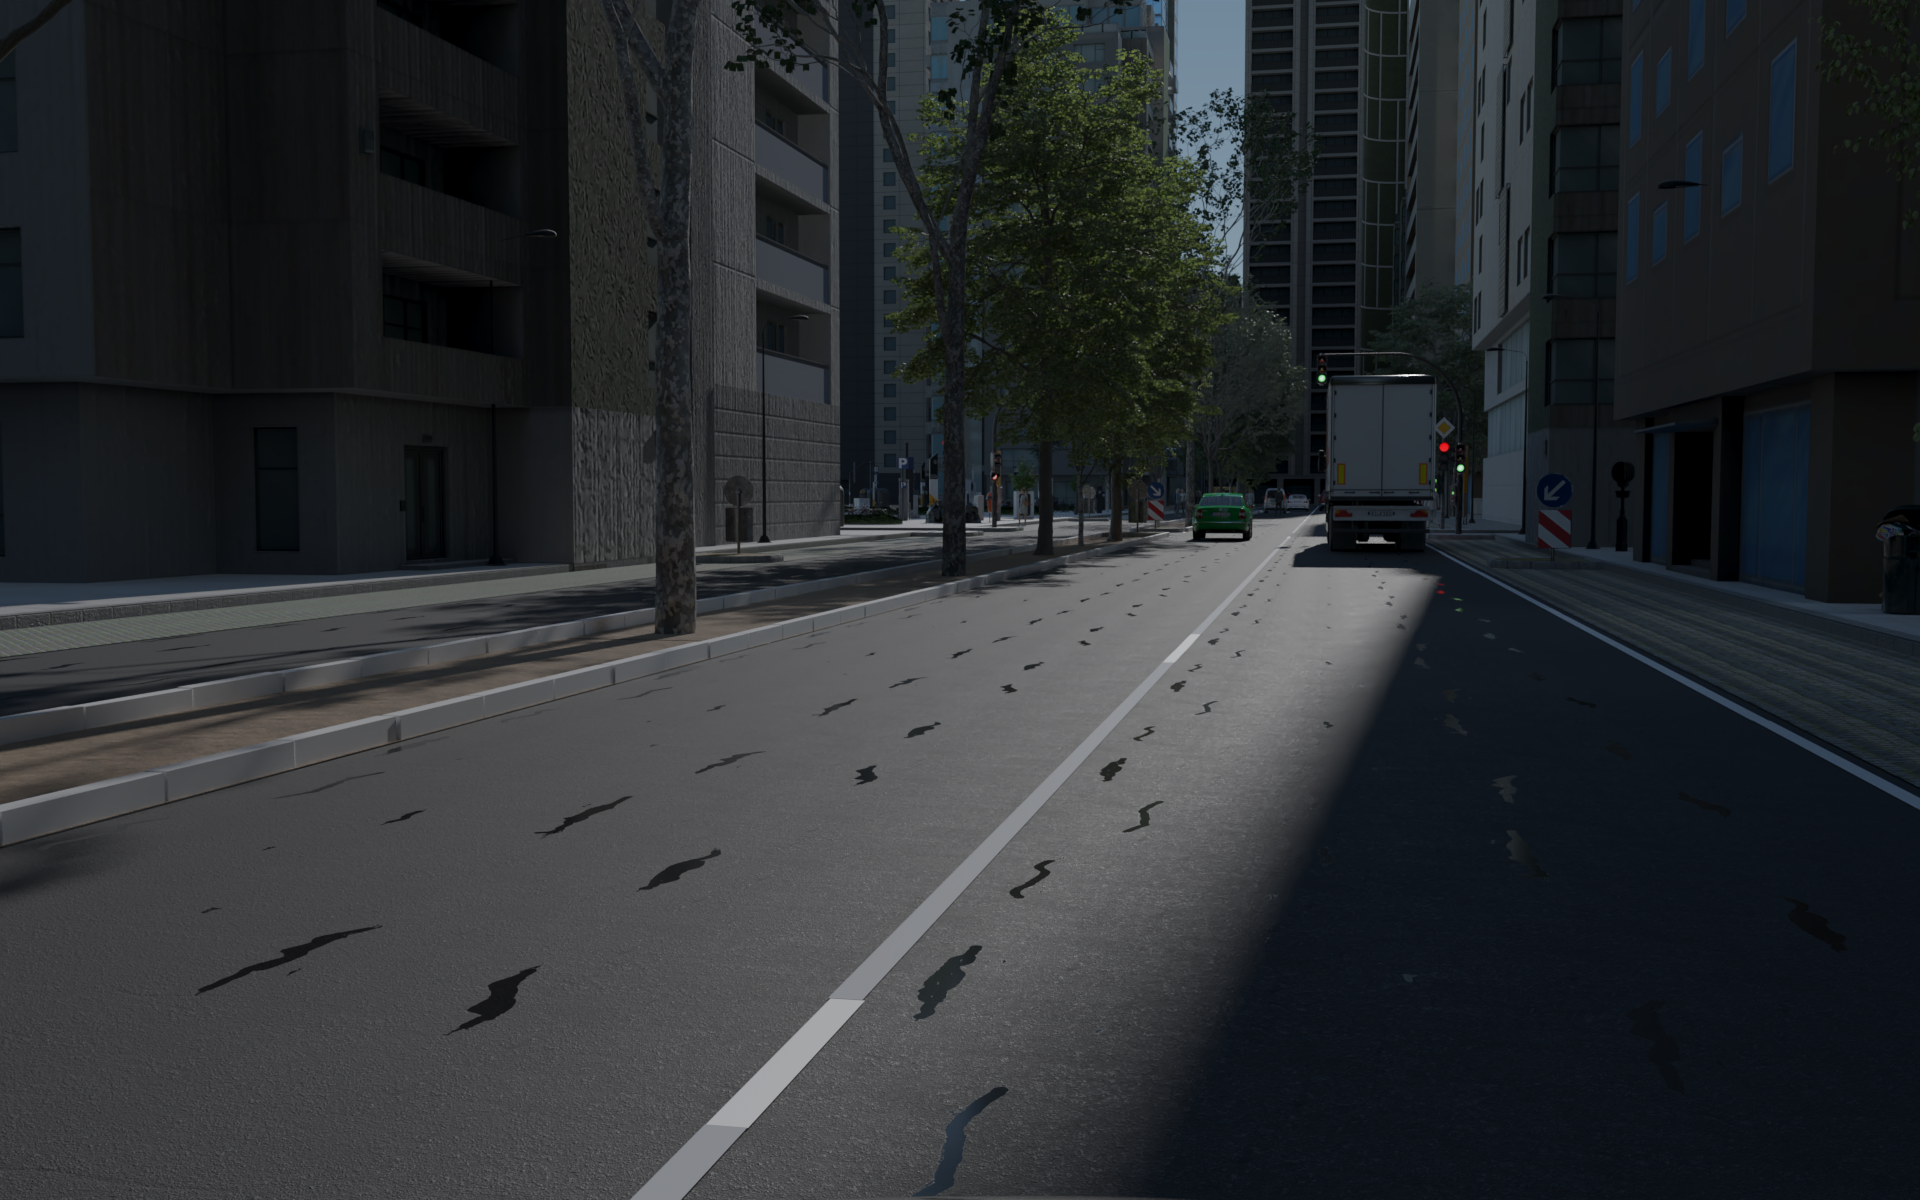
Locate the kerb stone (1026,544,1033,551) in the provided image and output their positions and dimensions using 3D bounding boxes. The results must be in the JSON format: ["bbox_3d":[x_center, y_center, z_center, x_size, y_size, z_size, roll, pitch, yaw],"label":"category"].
[{"bbox_3d":[1.614,-1.276,43.059,0.120,0.150,1.000,1,4,12],"label":"kerb stone"}]

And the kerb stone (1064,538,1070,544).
[{"bbox_3d":[2.904,-1.644,49.074,0.120,0.150,1.000,1,4,12],"label":"kerb stone"}]

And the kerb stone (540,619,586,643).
[{"bbox_3d":[-3.962,0.318,16.997,0.120,0.150,1.000,1,4,12],"label":"kerb stone"}]

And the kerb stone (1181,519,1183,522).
[{"bbox_3d":[10.944,-3.945,86.698,0.120,0.150,1.000,1,4,12],"label":"kerb stone"}]

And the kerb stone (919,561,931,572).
[{"bbox_3d":[-0.751,-0.602,32.038,0.120,0.150,1.000,1,4,12],"label":"kerb stone"}]

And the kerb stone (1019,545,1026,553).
[{"bbox_3d":[1.399,-1.215,42.058,0.120,0.150,1.000,1,4,12],"label":"kerb stone"}]

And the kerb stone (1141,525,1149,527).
[{"bbox_3d":[7.515,-2.964,70.655,0.120,0.150,1.000,1,4,12],"label":"kerb stone"}]

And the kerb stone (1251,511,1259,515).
[{"bbox_3d":[21.360,-6.308,125.358,0.120,0.150,1.000,1,4,12],"label":"kerb stone"}]

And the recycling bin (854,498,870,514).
[{"bbox_3d":[-5.902,-5.595,104.037,0.722,1.027,0.722,-2,4,-33],"label":"recycling bin"}]

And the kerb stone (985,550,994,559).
[{"bbox_3d":[0.544,-0.970,38.050,0.120,0.150,1.000,1,4,12],"label":"kerb stone"}]

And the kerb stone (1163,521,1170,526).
[{"bbox_3d":[9.446,-3.516,79.678,0.120,0.150,1.000,1,4,12],"label":"kerb stone"}]

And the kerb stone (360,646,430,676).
[{"bbox_3d":[-4.608,0.502,13.982,0.120,0.150,1.000,1,4,12],"label":"kerb stone"}]

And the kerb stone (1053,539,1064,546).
[{"bbox_3d":[2.687,-1.583,48.073,0.120,0.150,1.000,1,4,12],"label":"kerb stone"}]

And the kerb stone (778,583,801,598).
[{"bbox_3d":[-2.454,-0.112,24.025,0.120,0.150,1.000,1,4,12],"label":"kerb stone"}]

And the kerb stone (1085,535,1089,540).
[{"bbox_3d":[3.761,-1.890,53.094,0.120,0.150,1.000,1,4,12],"label":"kerb stone"}]

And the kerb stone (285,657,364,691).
[{"bbox_3d":[-4.817,0.570,12.982,0.120,0.150,1.000,1,4,12],"label":"kerb stone"}]

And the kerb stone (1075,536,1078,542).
[{"bbox_3d":[3.333,-1.765,51.083,0.120,0.150,1.000,1,4,12],"label":"kerb stone"}]

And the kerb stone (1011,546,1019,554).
[{"bbox_3d":[1.188,-1.150,41.054,0.120,0.150,1.000,1,4,12],"label":"kerb stone"}]

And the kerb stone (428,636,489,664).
[{"bbox_3d":[-4.393,0.444,14.983,0.120,0.150,1.000,1,4,12],"label":"kerb stone"}]

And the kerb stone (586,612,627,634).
[{"bbox_3d":[-3.746,0.256,18.008,0.120,0.150,1.000,1,4,12],"label":"kerb stone"}]

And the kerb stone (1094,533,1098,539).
[{"bbox_3d":[4.188,-2.013,55.101,0.120,0.150,1.000,1,4,12],"label":"kerb stone"}]

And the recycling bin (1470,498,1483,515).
[{"bbox_3d":[31.770,-5.736,106.337,0.722,1.027,0.722,0,4,6],"label":"recycling bin"}]

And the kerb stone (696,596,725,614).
[{"bbox_3d":[-3.106,0.072,21.012,0.120,0.150,1.000,1,4,12],"label":"kerb stone"}]

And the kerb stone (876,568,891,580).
[{"bbox_3d":[-1.384,-0.415,29.031,0.120,0.150,1.000,1,4,12],"label":"kerb stone"}]

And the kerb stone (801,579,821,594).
[{"bbox_3d":[-2.242,-0.173,25.025,0.120,0.150,1.000,1,4,12],"label":"kerb stone"}]

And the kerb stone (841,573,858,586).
[{"bbox_3d":[-1.817,-0.290,27.032,0.120,0.150,1.000,1,4,12],"label":"kerb stone"}]

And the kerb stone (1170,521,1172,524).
[{"bbox_3d":[9.658,-3.577,80.683,0.120,0.150,1.000,1,4,12],"label":"kerb stone"}]

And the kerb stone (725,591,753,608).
[{"bbox_3d":[-2.883,0.011,22.009,0.120,0.150,1.000,1,4,12],"label":"kerb stone"}]

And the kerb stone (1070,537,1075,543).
[{"bbox_3d":[3.114,-1.703,50.085,0.120,0.150,1.000,1,4,12],"label":"kerb stone"}]

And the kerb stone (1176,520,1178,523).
[{"bbox_3d":[10.302,-3.761,83.691,0.120,0.150,1.000,1,4,12],"label":"kerb stone"}]

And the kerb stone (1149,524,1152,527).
[{"bbox_3d":[7.727,-3.025,71.655,0.120,0.150,1.000,1,4,12],"label":"kerb stone"}]

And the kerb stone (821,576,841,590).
[{"bbox_3d":[-2.030,-0.234,26.024,0.120,0.150,1.000,1,4,12],"label":"kerb stone"}]

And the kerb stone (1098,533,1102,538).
[{"bbox_3d":[4.407,-2.074,56.109,0.120,0.150,1.000,1,4,12],"label":"kerb stone"}]

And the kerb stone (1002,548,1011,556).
[{"bbox_3d":[0.969,-1.092,40.049,0.120,0.150,1.000,1,4,12],"label":"kerb stone"}]

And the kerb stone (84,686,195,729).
[{"bbox_3d":[-5.242,0.692,10.982,0.120,0.150,1.000,1,4,12],"label":"kerb stone"}]

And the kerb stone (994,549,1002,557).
[{"bbox_3d":[0.748,-1.031,39.051,0.120,0.150,1.000,1,4,12],"label":"kerb stone"}]

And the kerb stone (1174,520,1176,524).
[{"bbox_3d":[10.093,-3.700,82.690,0.120,0.150,1.000,1,4,12],"label":"kerb stone"}]

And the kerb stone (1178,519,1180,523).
[{"bbox_3d":[10.516,-3.823,84.694,0.120,0.150,1.000,1,4,12],"label":"kerb stone"}]

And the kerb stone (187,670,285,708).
[{"bbox_3d":[-5.037,0.625,11.983,0.120,0.150,1.000,1,4,12],"label":"kerb stone"}]

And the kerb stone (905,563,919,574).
[{"bbox_3d":[-0.954,-0.541,31.036,0.120,0.150,1.000,1,4,12],"label":"kerb stone"}]

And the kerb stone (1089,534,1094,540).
[{"bbox_3d":[3.972,-1.951,54.102,0.120,0.150,1.000,1,4,12],"label":"kerb stone"}]

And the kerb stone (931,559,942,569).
[{"bbox_3d":[-0.531,-0.664,33.048,0.120,0.150,1.000,1,4,12],"label":"kerb stone"}]

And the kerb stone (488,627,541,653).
[{"bbox_3d":[-4.171,0.382,15.993,0.120,0.150,1.000,1,4,12],"label":"kerb stone"}]

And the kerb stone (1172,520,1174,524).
[{"bbox_3d":[9.870,-3.639,81.692,0.120,0.150,1.000,1,4,12],"label":"kerb stone"}]

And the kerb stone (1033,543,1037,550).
[{"bbox_3d":[1.828,-1.337,44.066,0.120,0.150,1.000,1,4,12],"label":"kerb stone"}]

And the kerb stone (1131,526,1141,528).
[{"bbox_3d":[6.870,-2.780,67.646,0.120,0.150,1.000,1,4,12],"label":"kerb stone"}]

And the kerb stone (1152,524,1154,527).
[{"bbox_3d":[7.942,-3.087,72.663,0.120,0.150,1.000,1,4,12],"label":"kerb stone"}]

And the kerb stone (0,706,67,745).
[{"bbox_3d":[-5.455,0.747,9.982,0.120,0.150,1.000,1,4,12],"label":"kerb stone"}]

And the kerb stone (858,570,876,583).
[{"bbox_3d":[-1.595,-0.357,28.031,0.120,0.150,1.000,1,4,12],"label":"kerb stone"}]

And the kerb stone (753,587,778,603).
[{"bbox_3d":[-2.673,-0.051,23.022,0.120,0.150,1.000,1,4,12],"label":"kerb stone"}]

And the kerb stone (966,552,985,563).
[{"bbox_3d":[0.333,-0.907,37.050,0.120,0.150,1.000,1,4,12],"label":"kerb stone"}]

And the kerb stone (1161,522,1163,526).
[{"bbox_3d":[8.788,-3.332,76.674,0.120,0.150,1.000,1,4,12],"label":"kerb stone"}]

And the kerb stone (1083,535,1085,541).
[{"bbox_3d":[3.547,-1.828,52.088,0.120,0.150,1.000,1,4,12],"label":"kerb stone"}]

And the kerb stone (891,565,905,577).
[{"bbox_3d":[-1.173,-0.479,30.031,0.120,0.150,1.000,1,4,12],"label":"kerb stone"}]

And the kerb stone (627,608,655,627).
[{"bbox_3d":[-3.536,0.195,19.012,0.120,0.150,1.000,1,4,12],"label":"kerb stone"}]
